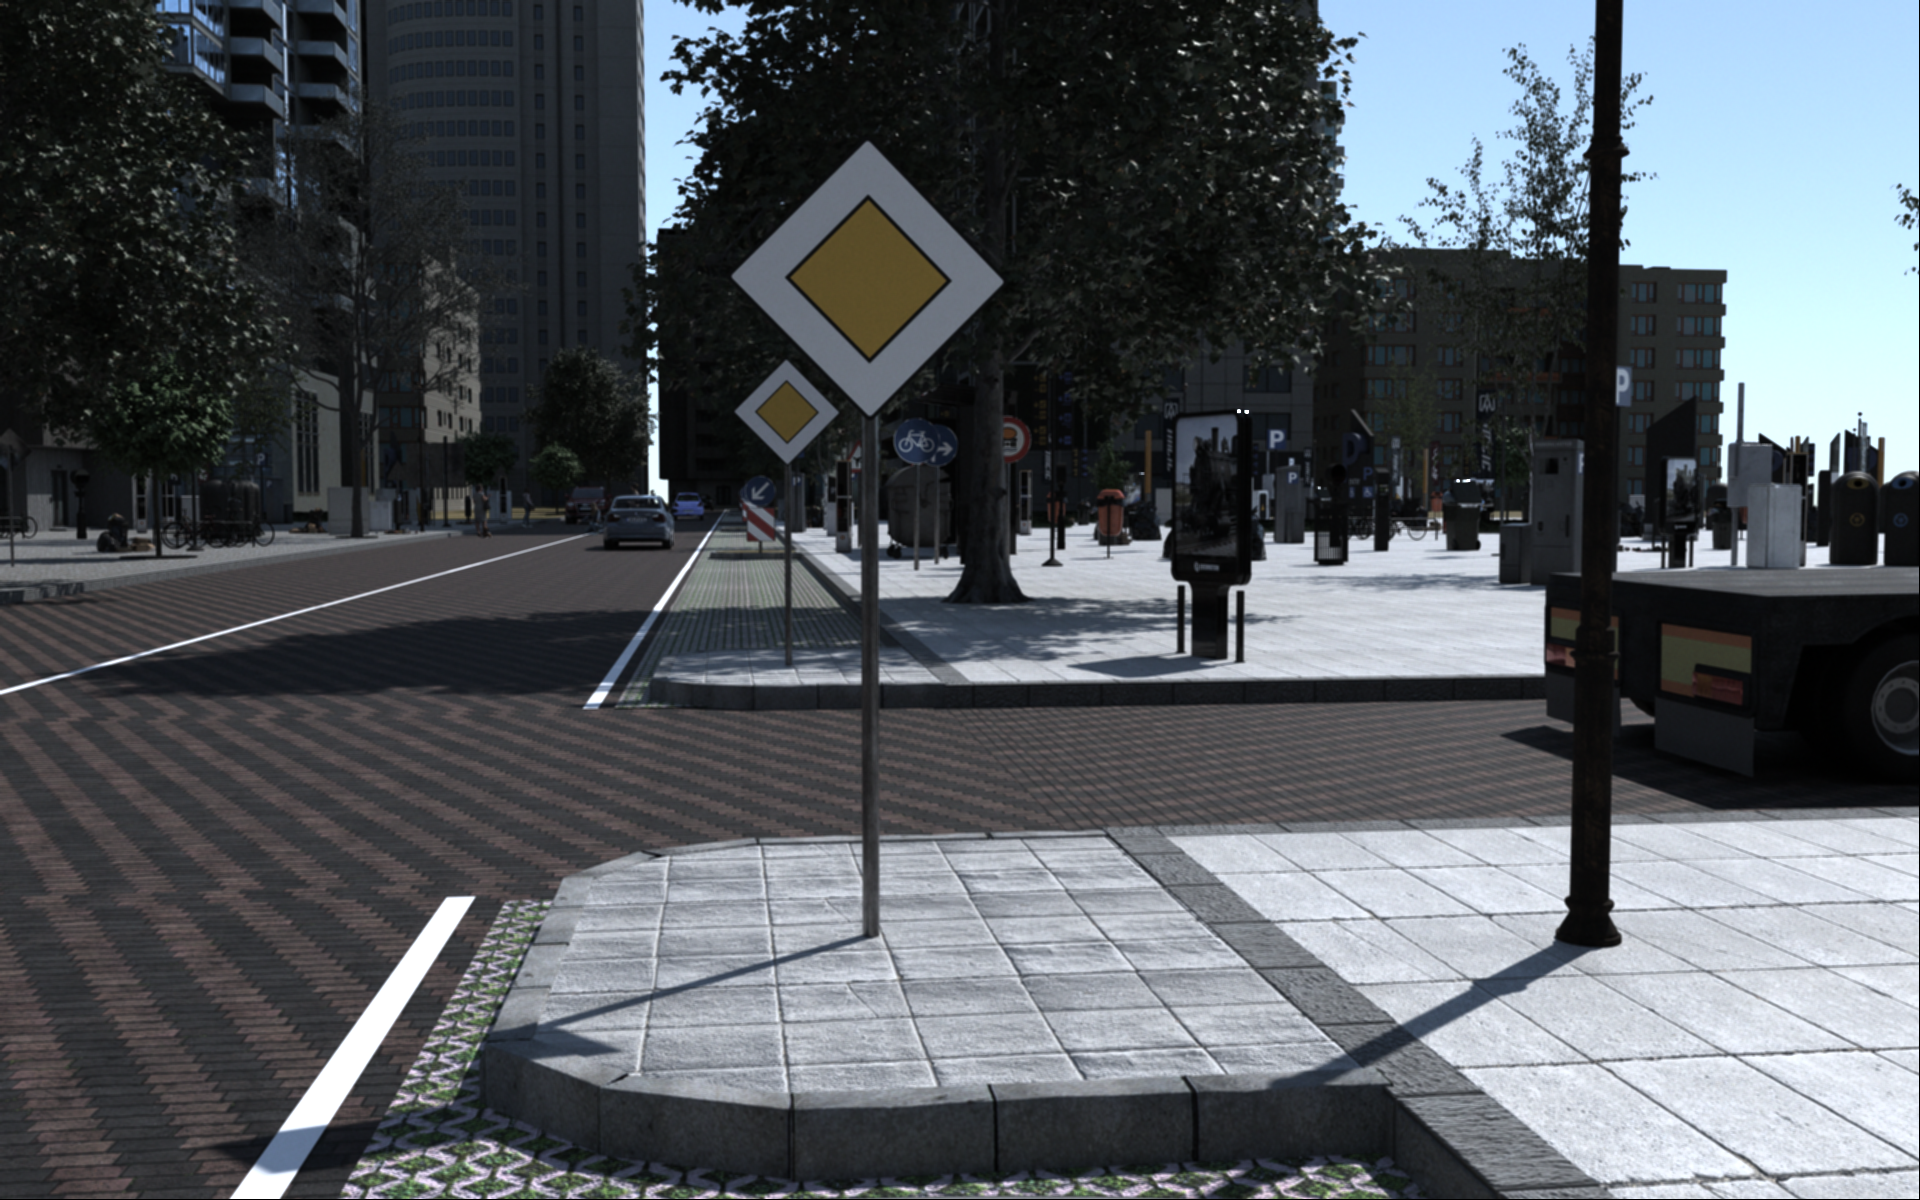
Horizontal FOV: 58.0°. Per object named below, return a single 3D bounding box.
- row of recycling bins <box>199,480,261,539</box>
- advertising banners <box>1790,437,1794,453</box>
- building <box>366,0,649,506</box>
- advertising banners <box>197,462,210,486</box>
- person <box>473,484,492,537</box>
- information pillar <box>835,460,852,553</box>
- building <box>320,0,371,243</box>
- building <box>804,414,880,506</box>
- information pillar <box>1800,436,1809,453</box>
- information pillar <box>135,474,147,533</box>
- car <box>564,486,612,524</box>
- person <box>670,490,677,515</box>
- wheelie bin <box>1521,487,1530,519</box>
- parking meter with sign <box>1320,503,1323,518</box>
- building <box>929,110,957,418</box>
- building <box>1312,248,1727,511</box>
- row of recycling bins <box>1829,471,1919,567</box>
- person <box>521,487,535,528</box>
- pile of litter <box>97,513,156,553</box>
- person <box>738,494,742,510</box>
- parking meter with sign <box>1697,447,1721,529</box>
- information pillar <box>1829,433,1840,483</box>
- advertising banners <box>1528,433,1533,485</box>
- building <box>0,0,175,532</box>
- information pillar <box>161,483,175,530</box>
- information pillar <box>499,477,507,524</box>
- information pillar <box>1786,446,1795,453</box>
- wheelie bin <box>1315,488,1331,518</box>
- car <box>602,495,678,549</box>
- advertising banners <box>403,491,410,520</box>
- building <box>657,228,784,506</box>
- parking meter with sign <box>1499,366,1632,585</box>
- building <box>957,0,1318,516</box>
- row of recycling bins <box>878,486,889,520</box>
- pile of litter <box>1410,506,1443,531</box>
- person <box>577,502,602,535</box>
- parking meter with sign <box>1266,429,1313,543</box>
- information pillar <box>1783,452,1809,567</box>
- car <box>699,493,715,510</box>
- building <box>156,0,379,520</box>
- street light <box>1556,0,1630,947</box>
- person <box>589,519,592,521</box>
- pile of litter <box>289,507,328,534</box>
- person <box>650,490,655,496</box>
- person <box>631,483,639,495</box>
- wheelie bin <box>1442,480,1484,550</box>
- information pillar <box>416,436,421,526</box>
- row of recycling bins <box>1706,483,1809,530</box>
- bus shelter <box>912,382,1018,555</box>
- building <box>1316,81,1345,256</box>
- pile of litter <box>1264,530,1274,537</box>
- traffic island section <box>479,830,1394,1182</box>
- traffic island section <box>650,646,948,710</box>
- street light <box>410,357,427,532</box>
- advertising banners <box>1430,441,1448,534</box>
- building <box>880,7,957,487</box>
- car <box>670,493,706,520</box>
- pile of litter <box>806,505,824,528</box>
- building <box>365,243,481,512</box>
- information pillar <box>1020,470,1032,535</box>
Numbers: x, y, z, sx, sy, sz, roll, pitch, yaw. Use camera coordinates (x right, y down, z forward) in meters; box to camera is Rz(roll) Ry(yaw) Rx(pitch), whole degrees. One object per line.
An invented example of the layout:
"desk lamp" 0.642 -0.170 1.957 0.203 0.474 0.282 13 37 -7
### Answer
"row of recycling bins" -21.310 -2.667 50.725 1.069 1.692 3.534 0 4 -5
"advertising banners" 25.579 -3.510 53.576 0.090 3.025 2.074 1 4 18
"building" -48.343 -39.475 187.416 28.212 58.520 21.231 0 4 -7
"advertising banners" -24.827 -3.818 58.609 2.074 3.025 0.090 -1 4 -9
"person" -16.036 -3.026 58.326 0.716 1.782 0.532 2 4 28
"information pillar" -2.539 -2.039 37.822 0.304 2.012 0.304 0 4 7
"building" -73.367 -45.549 182.973 20.611 71.187 20.563 0 4 -7
"building" -4.098 -35.173 194.689 30.456 49.044 23.786 0 4 -7
"information pillar" 34.150 -4.815 70.086 0.504 3.616 0.183 -2 4 -35
"information pillar" -26.771 -3.188 56.611 0.304 2.012 0.304 -2 4 -27
"car" -18.082 -4.638 84.497 2.281 1.827 5.304 0 4 -8
"person" -18.853 -6.457 114.794 0.721 1.735 1.217 -3 5 -42
"wheelie bin" 26.513 -4.440 80.494 0.980 1.594 0.693 3 5 40
"parking meter with sign" 16.499 -5.284 82.654 1.738 3.016 0.543 3 5 41
"building" 4.477 -21.656 125.771 14.160 30.474 14.107 0 4 -7
"building" 42.926 -18.380 145.545 28.899 21.520 27.650 0 4 -7
"row of recycling bins" 17.159 -1.432 30.533 1.069 1.692 3.534 -3 4 -37
"person" -18.584 -3.987 74.275 0.643 1.750 0.593 -3 5 -40
"pile of litter" -18.603 -1.519 38.806 1.176 0.858 1.719 1 4 18
"person" -18.938 -8.530 149.442 0.415 1.643 0.593 -1 4 -10
"parking meter with sign" 27.410 -4.181 64.617 1.738 3.016 0.543 2 4 24
"information pillar" 33.295 -4.563 65.960 0.504 3.616 0.183 -2 4 -28
"advertising banners" 17.102 -3.339 50.772 0.090 3.025 2.074 3 5 43
"building" -36.852 -17.591 59.308 14.160 30.474 14.107 0 4 -7
"information pillar" -28.503 -3.538 62.331 0.304 2.012 0.304 2 4 33
"information pillar" -19.655 -4.282 74.501 0.304 2.012 0.304 -1 4 -18
"information pillar" 40.649 -5.714 84.774 0.504 3.616 0.183 1 4 10
"wheelie bin" 17.532 -4.666 84.196 0.980 1.594 0.693 -1 4 -23
"car" -8.545 -2.091 46.188 2.014 1.417 4.499 -1 4 -8
"advertising banners" -25.367 -5.085 79.329 0.090 3.025 2.074 0 4 -3
"building" -25.593 -25.445 187.732 14.107 30.474 14.160 0 4 -7
"parking meter with sign" 8.439 -1.716 24.321 0.543 3.016 1.738 -3 5 -41
"building" 9.058 -40.937 107.566 20.563 71.187 20.611 0 4 -7
"row of recycling bins" -3.174 -4.909 87.372 1.069 1.692 3.534 2 4 25
"pile of litter" 16.563 -2.887 61.162 1.719 0.858 1.176 -2 4 -35
"person" -12.754 -2.827 60.228 0.738 1.151 1.012 -3 5 -42
"parking meter with sign" 8.638 -3.026 45.734 0.543 3.016 1.738 -1 4 -11
"information pillar" 14.839 -1.606 30.748 0.304 2.012 0.304 1 4 11
"car" -22.553 -8.728 152.494 2.009 1.686 4.222 0 4 -7
"building" -45.972 -47.965 96.900 22.319 86.520 31.000 0 4 -7
"street light" 1.811 -1.959 4.810 0.468 5.910 1.993 0 4 -7
"person" -19.500 -5.122 91.878 1.348 1.869 0.705 -1 4 -14
"pile of litter" -21.342 -2.621 56.811 1.176 0.858 1.719 -2 4 -35
"person" -20.624 -6.530 116.068 0.445 1.727 0.742 0 4 -1
"person" -10.180 -2.760 53.962 0.374 1.781 0.599 -1 4 -19
"wheelie bin" 11.467 -1.940 39.632 0.980 1.594 0.693 -1 4 -12
"information pillar" -21.940 -4.822 70.195 0.183 3.616 0.504 -2 4 -29
"row of recycling bins" 28.485 -3.354 61.953 3.534 1.692 1.069 0 4 -1
"bus shelter" 0.034 -2.954 39.576 1.731 3.624 6.357 0 4 -8
"building" 27.263 -35.428 198.858 30.456 49.044 23.786 0 4 -7
"pile of litter" 8.571 -2.293 51.452 1.719 0.858 1.176 0 4 6
"traffic island section" -0.239 1.054 5.050 2.009 0.180 2.903 0 4 -7
"traffic island section" -1.261 0.570 12.969 2.009 0.180 2.903 0 4 -7
"street light" -18.261 -5.251 58.647 0.468 5.910 1.993 0 4 -7
"advertising banners" 15.845 -3.666 56.127 0.090 3.025 2.074 -1 4 -20
"building" 4.808 -31.798 143.600 21.300 48.544 21.600 0 4 -7
"car" -14.961 -5.245 95.342 1.945 1.707 3.694 -1 4 -9
"pile of litter" -5.513 -3.181 65.977 1.719 0.858 1.176 1 4 16
"building" -53.948 -17.674 134.008 28.899 21.520 27.650 0 4 -7
"information pillar" 2.045 -3.024 53.928 0.304 2.012 0.304 1 4 18
